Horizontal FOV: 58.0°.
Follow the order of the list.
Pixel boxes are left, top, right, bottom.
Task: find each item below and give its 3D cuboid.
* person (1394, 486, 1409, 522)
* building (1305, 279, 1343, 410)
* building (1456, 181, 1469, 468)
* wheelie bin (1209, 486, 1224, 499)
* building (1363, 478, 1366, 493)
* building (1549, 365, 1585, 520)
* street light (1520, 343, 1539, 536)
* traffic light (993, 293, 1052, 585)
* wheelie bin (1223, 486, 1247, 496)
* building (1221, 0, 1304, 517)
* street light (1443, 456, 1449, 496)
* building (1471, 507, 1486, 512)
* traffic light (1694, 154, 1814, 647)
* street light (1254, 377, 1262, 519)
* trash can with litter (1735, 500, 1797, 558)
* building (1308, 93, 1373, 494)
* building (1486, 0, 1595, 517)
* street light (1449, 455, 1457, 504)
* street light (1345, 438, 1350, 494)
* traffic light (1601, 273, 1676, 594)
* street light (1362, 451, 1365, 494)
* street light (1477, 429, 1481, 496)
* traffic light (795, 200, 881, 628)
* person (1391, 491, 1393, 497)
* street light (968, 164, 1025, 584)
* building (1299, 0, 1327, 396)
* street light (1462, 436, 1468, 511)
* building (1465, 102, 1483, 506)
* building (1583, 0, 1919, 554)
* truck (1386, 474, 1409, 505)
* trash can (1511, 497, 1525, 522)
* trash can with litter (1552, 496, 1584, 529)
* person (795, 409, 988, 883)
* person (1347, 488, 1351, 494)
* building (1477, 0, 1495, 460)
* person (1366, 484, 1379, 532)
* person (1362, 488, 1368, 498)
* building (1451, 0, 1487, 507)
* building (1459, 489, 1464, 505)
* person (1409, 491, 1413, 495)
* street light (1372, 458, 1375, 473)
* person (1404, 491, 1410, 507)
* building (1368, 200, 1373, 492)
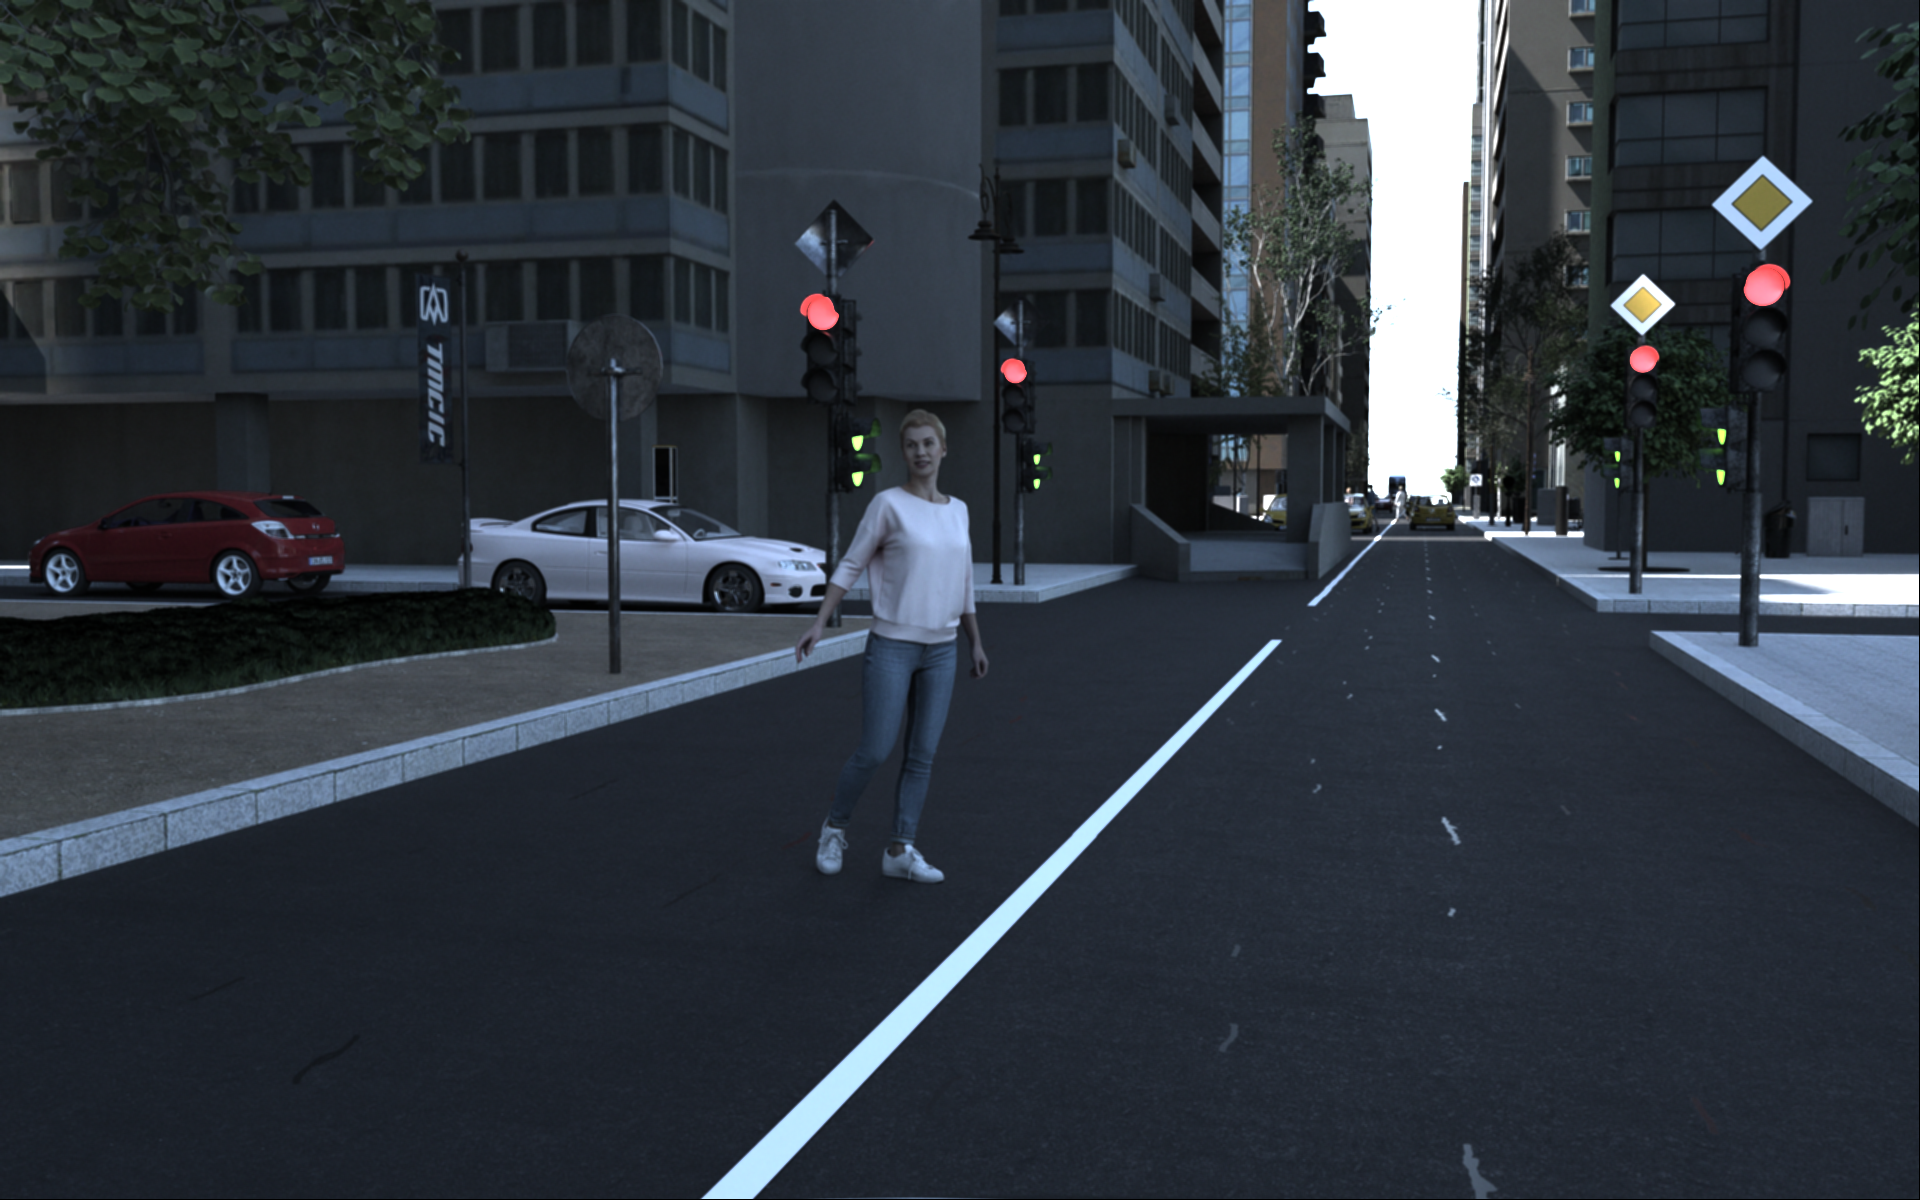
[{"bbox_3d":[22.659,-4.922,88.855,0.818,1.842,0.514,3,4,36],"label":"person"},{"bbox_3d":[19.788,-19.066,156.767,27.650,21.520,28.899,1,4,15],"label":"building"},{"bbox_3d":[76.109,-36.031,239.217,14.600,45.320,14.200,1,4,15],"label":"building"},{"bbox_3d":[14.349,-5.401,96.220,0.980,1.594,0.693,-2,4,-34],"label":"wheelie bin"},{"bbox_3d":[29.155,-30.756,194.735,32.217,40.220,23.993,1,4,15],"label":"building"},{"bbox_3d":[38.938,-46.574,74.164,22.319,86.520,31.000,1,4,15],"label":"building"},{"bbox_3d":[17.506,-4.926,53.330,0.468,5.910,1.993,1,4,15],"label":"street light"},{"bbox_3d":[0.851,-2.164,24.295,0.839,4.253,0.868,1,4,15],"label":"traffic light"},{"bbox_3d":[13.567,-4.680,84.418,0.693,1.594,0.980,-3,5,-43],"label":"wheelie bin"},{"bbox_3d":[13.365,-27.857,105.574,14.600,45.320,14.200,1,4,15],"label":"building"},{"bbox_3d":[58.492,-14.364,207.645,0.468,5.910,1.993,1,4,15],"label":"street light"},{"bbox_3d":[48.496,-42.022,125.319,20.563,71.187,20.611,1,4,15],"label":"building"},{"bbox_3d":[6.640,-1.565,14.514,0.839,4.253,0.868,1,4,15],"label":"traffic light"},{"bbox_3d":[11.223,-5.645,65.076,0.468,5.910,1.993,1,4,15],"label":"street light"},{"bbox_3d":[16.159,-1.428,34.737,1.055,1.170,0.624,1,4,15],"label":"trash can with litter"},{"bbox_3d":[39.859,-36.189,215.389,21.300,48.544,21.600,1,4,15],"label":"building"},{"bbox_3d":[43.875,-29.445,105.131,21.300,48.544,21.600,1,4,15],"label":"building"},{"bbox_3d":[47.934,-11.929,167.833,0.468,5.910,1.993,1,4,15],"label":"street light"},{"bbox_3d":[31.233,-10.229,140.028,0.468,5.910,1.993,1,4,15],"label":"street light"},{"bbox_3d":[8.695,-2.037,22.231,0.839,4.253,0.868,1,4,15],"label":"traffic light"},{"bbox_3d":[41.706,-12.626,179.229,0.468,5.910,1.993,1,4,15],"label":"street light"},{"bbox_3d":[28.328,-7.439,94.417,0.468,5.910,1.993,1,4,15],"label":"street light"},{"bbox_3d":[-1.203,-1.692,16.578,0.839,4.253,0.868,1,4,15],"label":"traffic light"},{"bbox_3d":[50.335,-11.796,202.072,0.721,1.735,1.217,0,4,-3],"label":"person"},{"bbox_3d":[0.526,-3.173,24.662,0.468,5.910,1.993,1,4,15],"label":"street light"},{"bbox_3d":[15.173,-28.919,127.452,22.147,44.769,28.867,1,4,15],"label":"building"},{"bbox_3d":[37.123,-9.459,127.438,0.468,5.910,1.993,1,4,15],"label":"street light"},{"bbox_3d":[60.686,-30.512,182.466,14.154,41.232,14.086,1,4,15],"label":"building"},{"bbox_3d":[22.919,-21.934,42.215,14.154,41.232,14.086,1,4,15],"label":"building"},{"bbox_3d":[60.305,-15.227,238.725,2.967,4.110,18.799,1,4,14],"label":"truck"},{"bbox_3d":[25.414,-4.100,78.687,0.748,1.137,0.748,0,3,0],"label":"trash can"},{"bbox_3d":[22.836,-3.201,63.388,2.233,1.210,1.678,1,4,18],"label":"trash can with litter"},{"bbox_3d":[-0.322,0.167,6.447,0.598,1.740,0.731,3,5,44],"label":"person"},{"bbox_3d":[19.736,-4.814,87.886,0.598,1.740,0.731,-3,5,-41],"label":"person"},{"bbox_3d":[55.964,-37.145,149.324,21.231,58.520,28.212,1,4,15],"label":"building"},{"bbox_3d":[15.670,-3.509,65.901,0.581,1.822,0.654,-2,4,-27],"label":"person"},{"bbox_3d":[28.977,-7.037,123.521,1.348,1.831,0.705,-1,4,-17],"label":"person"},{"bbox_3d":[74.023,-47.875,221.005,20.563,71.187,20.611,1,4,15],"label":"building"},{"bbox_3d":[74.501,-30.986,198.496,32.217,40.220,23.993,1,4,15],"label":"building"},{"bbox_3d":[58.312,-13.165,223.765,1.348,1.821,0.705,2,4,27],"label":"person"},{"bbox_3d":[52.378,-15.095,219.594,0.468,5.910,1.993,1,4,15],"label":"street light"},{"bbox_3d":[48.219,-10.902,187.454,1.217,1.736,0.721,-1,4,-9],"label":"person"},{"bbox_3d":[47.614,-33.541,231.983,14.154,41.232,14.086,1,4,15],"label":"building"}]
